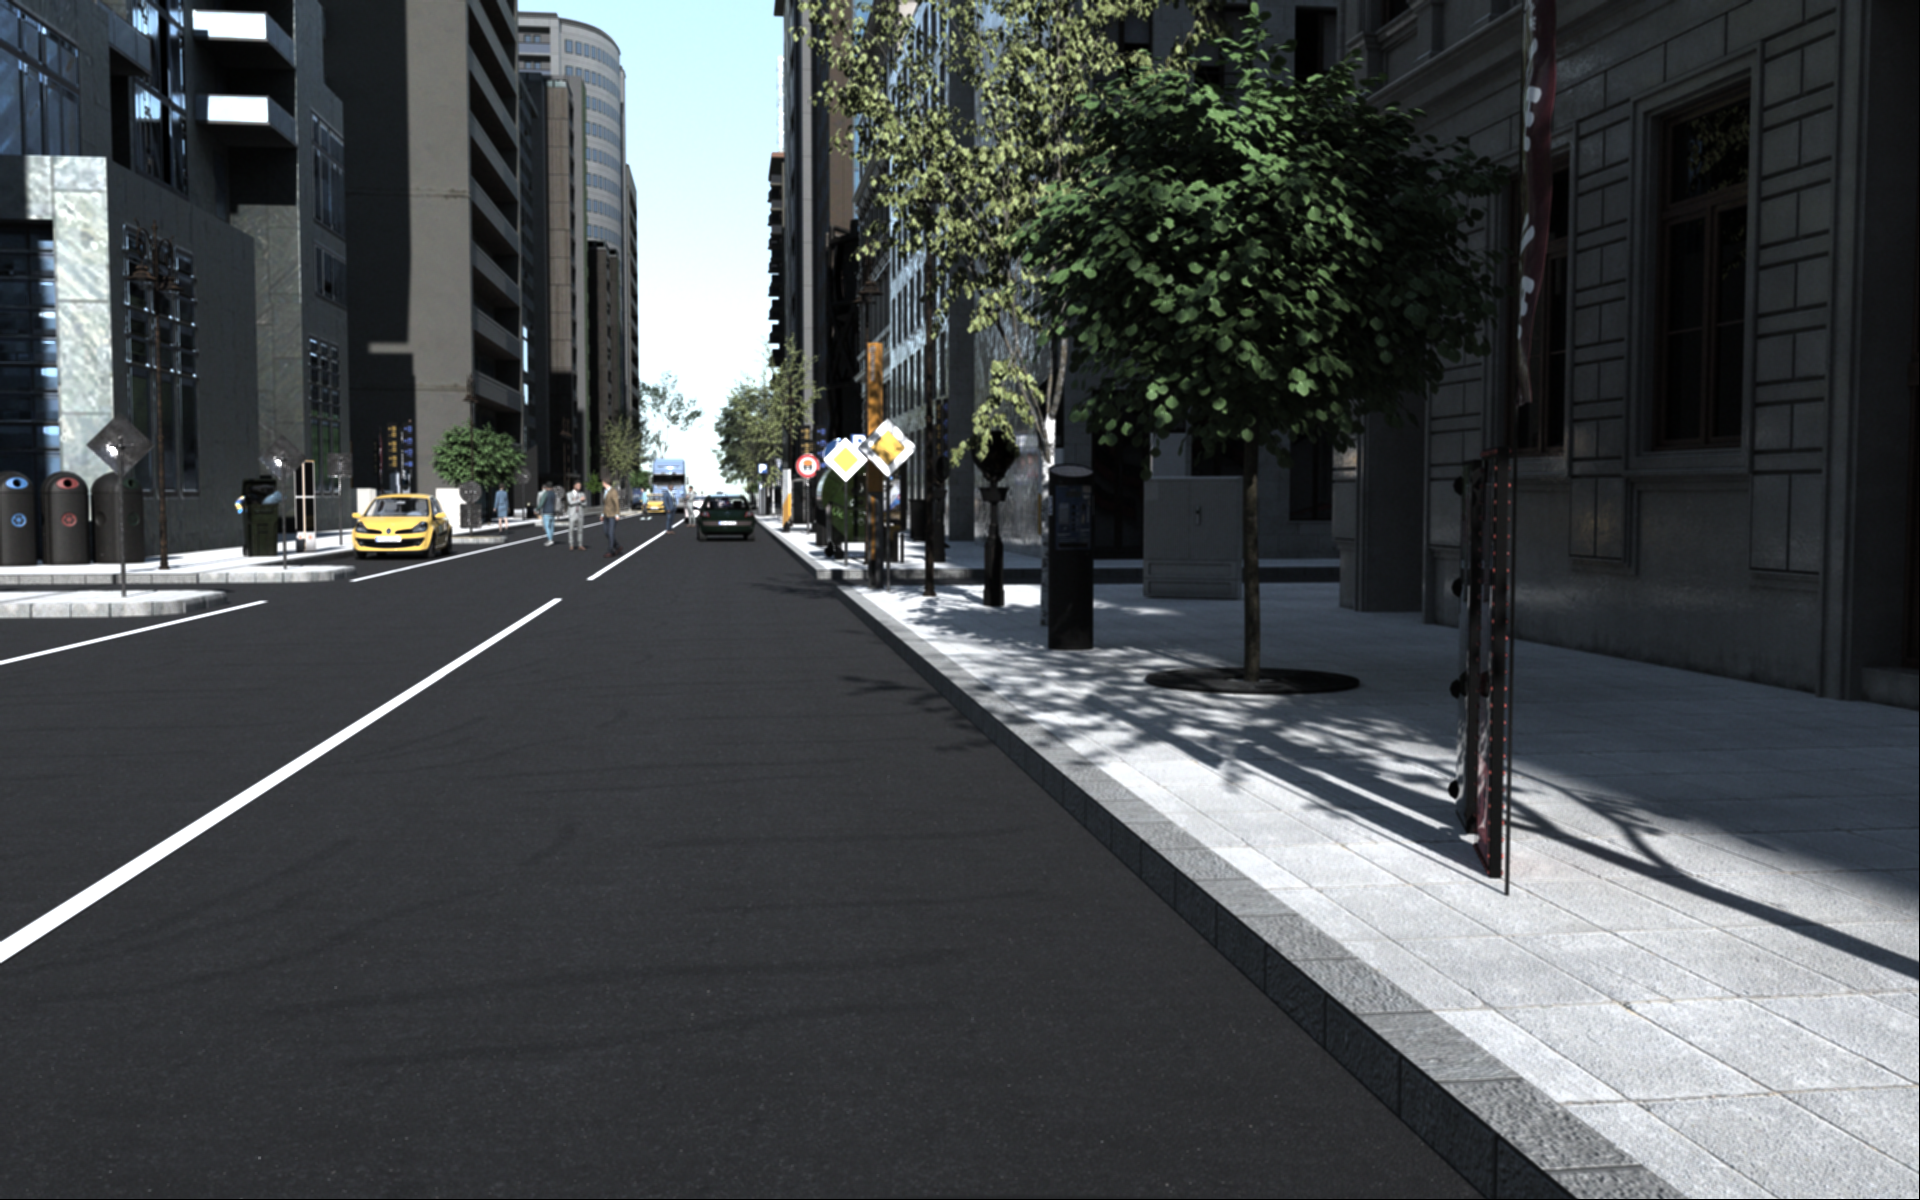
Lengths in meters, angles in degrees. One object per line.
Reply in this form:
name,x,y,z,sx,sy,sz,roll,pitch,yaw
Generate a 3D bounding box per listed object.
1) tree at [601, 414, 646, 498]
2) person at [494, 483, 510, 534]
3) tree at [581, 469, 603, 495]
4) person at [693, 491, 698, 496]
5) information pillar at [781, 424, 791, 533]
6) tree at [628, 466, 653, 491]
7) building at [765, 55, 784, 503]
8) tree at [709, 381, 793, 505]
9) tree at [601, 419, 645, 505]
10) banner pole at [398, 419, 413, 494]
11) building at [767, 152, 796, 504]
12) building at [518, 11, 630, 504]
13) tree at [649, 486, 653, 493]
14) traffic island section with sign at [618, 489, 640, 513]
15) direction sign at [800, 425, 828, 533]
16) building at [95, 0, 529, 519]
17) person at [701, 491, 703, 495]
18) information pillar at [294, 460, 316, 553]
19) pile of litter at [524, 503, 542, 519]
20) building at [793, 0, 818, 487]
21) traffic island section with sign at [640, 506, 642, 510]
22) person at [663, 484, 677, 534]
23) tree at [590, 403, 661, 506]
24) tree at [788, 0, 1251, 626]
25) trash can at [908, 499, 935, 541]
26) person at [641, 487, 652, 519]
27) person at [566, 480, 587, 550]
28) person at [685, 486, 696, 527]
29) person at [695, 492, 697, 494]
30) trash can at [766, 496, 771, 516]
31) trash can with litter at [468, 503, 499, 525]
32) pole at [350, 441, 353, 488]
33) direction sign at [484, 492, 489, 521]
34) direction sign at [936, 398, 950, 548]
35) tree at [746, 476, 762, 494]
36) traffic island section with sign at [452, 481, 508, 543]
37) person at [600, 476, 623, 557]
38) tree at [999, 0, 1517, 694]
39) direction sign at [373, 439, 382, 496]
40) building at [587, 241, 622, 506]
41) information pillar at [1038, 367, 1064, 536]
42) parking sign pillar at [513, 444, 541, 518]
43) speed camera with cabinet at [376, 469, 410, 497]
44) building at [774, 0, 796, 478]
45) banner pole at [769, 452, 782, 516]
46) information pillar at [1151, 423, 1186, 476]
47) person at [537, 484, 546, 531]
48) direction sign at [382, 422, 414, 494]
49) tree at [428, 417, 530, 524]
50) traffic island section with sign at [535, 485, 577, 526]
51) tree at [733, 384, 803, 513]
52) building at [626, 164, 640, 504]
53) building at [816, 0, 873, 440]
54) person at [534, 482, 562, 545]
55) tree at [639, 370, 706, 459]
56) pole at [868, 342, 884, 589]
tree,-31.506,-12.867,160.729,4.737,8.622,4.395,0,3,0
person,-16.358,-3.263,61.875,0.581,1.822,0.654,-2,4,-24
tree,-28.718,-8.672,136.387,1.663,3.219,1.824,0,3,0
person,-31.495,-12.026,205.112,1.348,1.826,0.705,1,4,22
information pillar,-5.779,-4.056,57.668,0.183,3.616,0.504,-2,4,-31
tree,-36.972,-13.264,200.583,4.285,4.588,4.351,0,3,0
building,-17.114,-57.214,248.116,22.319,86.520,31.000,0,4,-8
tree,-23.365,-17.674,195.619,9.857,13.997,8.962,0,3,0
tree,-32.978,-13.400,169.454,4.360,8.622,3.978,0,3,0
banner pole,-18.627,-4.177,58.303,0.863,3.779,0.401,2,4,35
building,-13.085,-34.566,219.784,22.147,44.769,28.867,0,4,-8
building,-52.588,-41.130,214.468,21.231,58.520,28.212,0,4,-8
tree,-42.582,-15.110,241.642,1.663,3.219,1.824,0,3,0
traffic island section with sign,-24.959,-7.321,128.325,1.989,1.847,2.006,0,4,-8
direction sign,-4.833,-3.978,57.045,0.876,3.537,0.379,-1,4,-16
building,-40.360,-49.077,115.088,22.319,86.520,31.000,0,4,-8
person,-31.745,-12.506,212.974,0.705,1.824,1.348,-1,4,-9
information pillar,-14.344,-2.045,37.934,0.304,2.012,0.304,2,4,31
pile of litter,-21.852,-4.595,89.100,1.176,0.858,1.719,0,4,-6
building,-2.547,-36.370,136.646,21.231,58.520,28.212,0,4,-8
traffic island section with sign,-28.619,-8.973,155.340,1.989,1.847,2.006,0,4,-8
person,-10.481,-3.295,62.555,0.419,1.800,0.721,1,4,21
tree,-34.675,-14.939,178.669,8.767,10.594,7.601,1,4,17
tree,0.623,-4.059,16.722,4.737,8.622,4.395,0,3,0
trash can,-1.054,-2.182,47.328,0.748,1.137,0.748,0,3,0
person,-17.807,-5.480,98.121,0.620,1.820,0.660,-1,4,-22
person,-9.769,-2.174,44.219,0.466,1.800,0.511,3,5,42
person,-11.865,-4.117,75.990,0.511,1.800,0.466,2,4,31
person,-36.306,-13.974,237.759,1.217,1.735,0.721,-2,4,-35
trash can,-11.621,-5.594,103.122,0.748,1.137,0.748,0,3,0
trash can with litter,-19.892,-3.642,70.600,2.233,1.210,1.678,-1,4,-12
pole,-23.238,-4.414,66.019,0.158,3.312,0.155,0,3,0
direction sign,-22.185,-5.457,81.216,0.379,3.537,0.876,3,5,39
direction sign,-0.421,-3.019,41.352,0.379,3.537,0.876,-1,4,-19
tree,-19.310,-10.533,166.809,1.663,3.219,1.824,0,3,0
traffic island section with sign,-14.472,-2.606,51.240,1.989,1.847,2.006,0,4,-8
person,-8.012,-1.913,39.681,0.656,1.842,0.836,1,4,20
tree,1.968,-1.714,11.735,4.285,4.588,4.351,0,3,0
direction sign,-23.827,-4.831,70.981,0.379,3.537,0.876,-3,5,-41
building,-45.730,-25.883,194.895,14.160,30.474,14.107,0,4,-8
information pillar,1.656,-2.439,31.240,0.504,3.616,0.183,2,4,28
parking sign pillar,-23.366,-6.412,93.305,1.447,3.967,1.447,0,4,-5
speed camera with cabinet,-24.360,-4.867,73.917,0.660,3.252,2.038,1,4,22
building,-2.831,-35.238,165.376,28.713,52.752,27.495,0,4,-8
banner pole,-10.800,-6.820,101.519,0.863,3.779,0.401,-1,4,-12
information pillar,2.833,-1.964,23.474,0.504,3.616,0.183,-1,4,-13
person,-16.250,-3.628,67.917,0.635,1.810,0.391,-1,4,-22
direction sign,-17.722,-3.848,54.914,0.876,3.537,0.379,1,4,10
tree,-21.073,-5.745,77.651,4.285,4.588,4.351,0,3,0
traffic island section with sign,-18.204,-4.279,78.582,1.989,1.847,2.006,0,4,-8
tree,-12.622,-10.059,114.824,4.360,8.622,3.978,0,3,0
building,-55.865,-37.692,239.971,21.300,48.544,21.600,0,4,-8
building,-2.246,-28.478,115.729,14.600,45.320,14.200,0,4,-8
person,-11.496,-2.425,48.493,0.721,1.781,0.623,2,4,29
tree,-44.003,-24.834,261.924,12.611,20.169,13.585,0,3,0
pole,-1.142,-1.809,23.425,0.158,3.312,0.155,0,3,0
